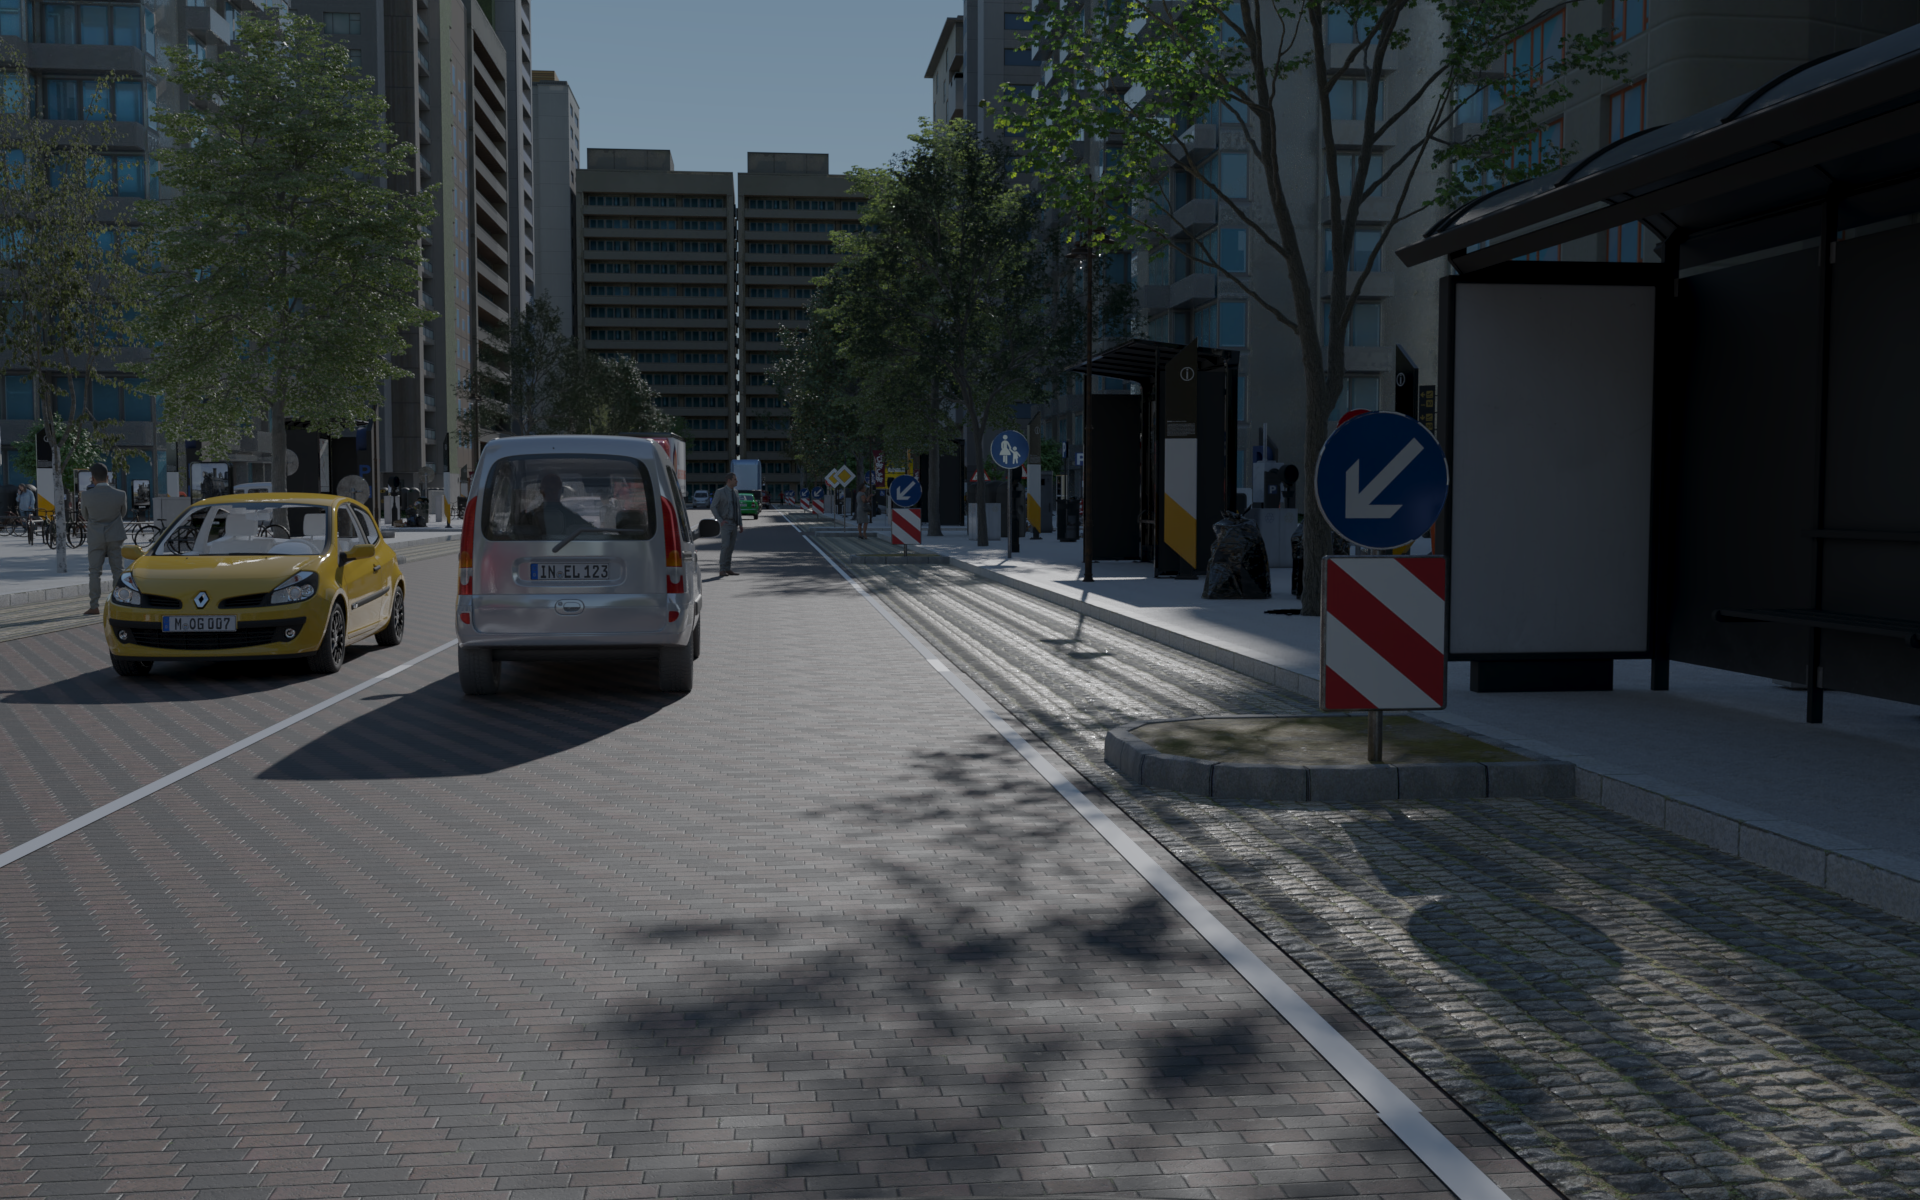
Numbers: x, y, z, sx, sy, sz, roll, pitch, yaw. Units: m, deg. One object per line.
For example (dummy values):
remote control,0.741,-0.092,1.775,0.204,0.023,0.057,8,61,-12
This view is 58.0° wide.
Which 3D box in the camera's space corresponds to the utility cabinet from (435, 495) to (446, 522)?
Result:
utility cabinet,-23.896,-4.189,79.658,0.306,1.237,1.020,0,4,-6

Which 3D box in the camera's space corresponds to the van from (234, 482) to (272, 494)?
van,-24.795,-3.242,60.022,4.112,2.044,2.013,0,4,-7

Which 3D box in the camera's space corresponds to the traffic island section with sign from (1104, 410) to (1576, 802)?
traffic island section with sign,1.814,-0.022,8.990,1.989,1.847,2.006,0,4,-7

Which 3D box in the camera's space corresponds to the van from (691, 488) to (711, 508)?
van,-26.845,-10.573,179.872,2.013,2.044,4.112,0,4,-5

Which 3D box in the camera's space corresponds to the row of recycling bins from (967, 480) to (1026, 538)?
row of recycling bins,1.055,-2.789,52.718,1.069,1.692,3.534,-1,4,-18

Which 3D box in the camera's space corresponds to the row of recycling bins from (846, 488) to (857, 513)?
row of recycling bins,-7.676,-6.876,119.539,1.069,1.692,3.534,0,4,8

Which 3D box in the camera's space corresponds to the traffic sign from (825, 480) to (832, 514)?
traffic sign,-8.419,-6.920,113.247,0.768,2.556,0.104,0,4,-1

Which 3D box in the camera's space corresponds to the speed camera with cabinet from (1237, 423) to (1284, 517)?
speed camera with cabinet,7.967,-3.274,47.867,2.038,3.252,0.660,-2,4,-26

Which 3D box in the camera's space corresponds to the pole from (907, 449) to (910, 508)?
pole,-2.339,-5.141,77.897,0.158,3.312,0.155,0,3,0

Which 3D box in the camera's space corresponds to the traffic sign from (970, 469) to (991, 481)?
traffic sign,0.855,-4.458,72.890,0.884,2.594,0.081,0,4,0

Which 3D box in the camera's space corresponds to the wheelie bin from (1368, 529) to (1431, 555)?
wheelie bin,7.079,-1.254,28.418,0.980,1.594,0.693,0,4,-5

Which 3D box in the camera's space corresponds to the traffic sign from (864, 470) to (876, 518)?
traffic sign,-4.713,-5.649,92.472,0.768,2.556,0.104,0,4,3

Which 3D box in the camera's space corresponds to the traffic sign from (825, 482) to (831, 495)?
traffic sign,-10.413,-8.496,139.019,0.768,2.556,0.104,0,4,-6

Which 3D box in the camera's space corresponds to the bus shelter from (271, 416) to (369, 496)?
bus shelter,-19.489,-3.799,53.399,1.731,3.624,6.357,0,4,-7

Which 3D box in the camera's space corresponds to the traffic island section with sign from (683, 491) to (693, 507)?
traffic island section with sign,-30.540,-11.287,193.176,1.989,1.847,2.006,0,4,-7

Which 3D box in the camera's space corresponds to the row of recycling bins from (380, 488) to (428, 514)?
row of recycling bins,-36.210,-6.410,111.914,3.534,1.692,1.069,2,4,31

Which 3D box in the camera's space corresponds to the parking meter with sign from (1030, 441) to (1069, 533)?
parking meter with sign,2.673,-3.728,57.220,1.738,3.016,0.543,-1,4,-10

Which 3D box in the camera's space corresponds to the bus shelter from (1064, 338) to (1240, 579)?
bus shelter,3.128,-2.327,29.327,1.731,3.624,6.357,0,4,-6

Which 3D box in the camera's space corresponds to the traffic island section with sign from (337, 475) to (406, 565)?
traffic island section with sign,-12.389,-1.625,35.203,1.989,1.847,2.006,0,4,-7

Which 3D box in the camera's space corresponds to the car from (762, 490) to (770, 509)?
car,-19.258,-9.591,165.480,2.281,1.827,5.304,0,4,-6

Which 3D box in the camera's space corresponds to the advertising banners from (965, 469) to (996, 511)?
advertising banners,1.230,-6.711,105.912,2.074,3.025,0.090,1,4,17

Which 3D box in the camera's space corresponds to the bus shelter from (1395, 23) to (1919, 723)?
bus shelter,4.152,-0.904,8.709,2.014,3.302,5.546,0,4,-7

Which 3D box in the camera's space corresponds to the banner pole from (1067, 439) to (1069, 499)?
banner pole,4.930,-5.434,78.870,0.401,3.779,0.863,1,4,8

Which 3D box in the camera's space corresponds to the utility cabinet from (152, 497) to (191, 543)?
utility cabinet,-17.568,-1.693,38.849,0.306,1.237,1.020,2,4,26

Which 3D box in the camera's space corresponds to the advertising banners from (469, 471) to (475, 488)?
advertising banners,-36.746,-8.367,132.991,2.074,3.025,0.090,1,4,10

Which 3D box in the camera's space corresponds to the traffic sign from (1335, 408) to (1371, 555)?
traffic sign,5.947,-1.573,25.826,0.768,2.556,0.104,0,4,-2

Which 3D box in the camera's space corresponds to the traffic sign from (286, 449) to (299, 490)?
traffic sign,-18.996,-2.976,48.765,0.768,2.556,0.104,0,4,1

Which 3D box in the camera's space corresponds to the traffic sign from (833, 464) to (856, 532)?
traffic sign,-3.905,-3.358,58.547,0.795,2.450,0.064,0,4,-7

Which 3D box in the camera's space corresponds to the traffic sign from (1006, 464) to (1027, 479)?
traffic sign,2.021,-3.669,59.999,0.884,2.594,0.081,0,4,3

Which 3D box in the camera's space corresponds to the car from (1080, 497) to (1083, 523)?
car,6.977,-3.391,64.113,5.304,1.827,2.281,0,4,-5

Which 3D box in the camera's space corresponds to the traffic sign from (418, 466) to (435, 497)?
traffic sign,-24.423,-4.842,79.269,0.768,2.556,0.104,0,4,2

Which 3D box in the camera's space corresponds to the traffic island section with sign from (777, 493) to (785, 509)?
traffic island section with sign,-16.409,-9.726,167.652,1.989,1.847,2.006,0,4,-7

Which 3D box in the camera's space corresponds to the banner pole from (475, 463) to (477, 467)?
banner pole,-38.241,-9.034,137.729,0.401,3.779,0.863,3,5,40

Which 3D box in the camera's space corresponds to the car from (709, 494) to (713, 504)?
car,-30.027,-12.377,211.946,1.945,1.707,3.694,0,4,-8

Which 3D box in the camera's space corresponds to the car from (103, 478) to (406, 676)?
car,-5.972,-0.289,14.948,2.015,1.641,3.980,0,4,-7

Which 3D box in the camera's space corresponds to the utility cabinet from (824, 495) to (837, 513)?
utility cabinet,-8.636,-6.463,116.838,1.020,1.237,0.306,0,4,8

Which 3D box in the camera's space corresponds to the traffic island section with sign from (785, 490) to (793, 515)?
traffic island section with sign,-10.681,-6.676,117.778,1.989,1.847,2.006,0,4,-7

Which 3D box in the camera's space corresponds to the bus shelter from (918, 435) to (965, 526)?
bus shelter,-0.916,-4.930,71.893,1.731,3.624,6.357,0,4,-6

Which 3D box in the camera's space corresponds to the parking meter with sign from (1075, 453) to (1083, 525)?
parking meter with sign,5.374,-4.729,73.573,0.543,3.016,1.738,1,4,19

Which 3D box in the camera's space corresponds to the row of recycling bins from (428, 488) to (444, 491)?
row of recycling bins,-35.390,-6.704,116.724,1.069,1.692,3.534,-3,4,-36

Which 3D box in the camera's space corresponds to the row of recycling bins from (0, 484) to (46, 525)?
row of recycling bins,-40.299,-4.034,73.062,3.534,1.692,1.069,2,4,24

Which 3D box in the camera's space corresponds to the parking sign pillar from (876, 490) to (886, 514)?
parking sign pillar,-5.038,-7.674,113.935,1.447,3.967,1.447,1,4,20

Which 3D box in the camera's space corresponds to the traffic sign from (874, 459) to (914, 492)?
traffic sign,-3.734,-6.351,97.717,2.265,3.308,0.079,0,4,-1

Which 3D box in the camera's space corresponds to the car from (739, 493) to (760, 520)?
car,-12.313,-5.458,98.036,1.959,1.807,4.718,0,4,-6

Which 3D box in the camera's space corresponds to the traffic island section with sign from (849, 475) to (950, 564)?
traffic island section with sign,-1.298,-1.680,36.096,1.989,1.847,2.006,0,4,-7

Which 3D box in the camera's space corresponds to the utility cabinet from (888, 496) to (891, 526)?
utility cabinet,-2.691,-3.610,70.187,0.306,1.237,1.020,-1,4,-13

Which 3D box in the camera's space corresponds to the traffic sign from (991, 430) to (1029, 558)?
traffic sign,0.992,-2.107,34.554,0.768,2.556,0.104,0,4,0

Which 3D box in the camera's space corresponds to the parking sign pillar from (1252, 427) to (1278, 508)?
parking sign pillar,12.242,-4.955,69.482,1.447,3.967,1.447,-1,4,-20

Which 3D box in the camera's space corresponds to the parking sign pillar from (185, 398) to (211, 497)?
parking sign pillar,-21.168,-3.651,48.170,1.447,3.967,1.447,-1,4,-13

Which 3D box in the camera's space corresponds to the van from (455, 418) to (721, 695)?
van,-2.927,-0.416,13.809,2.013,2.044,4.112,0,4,-7

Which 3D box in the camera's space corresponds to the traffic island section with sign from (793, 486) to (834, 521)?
traffic island section with sign,-7.601,-5.038,90.999,1.989,1.847,2.006,0,4,-7

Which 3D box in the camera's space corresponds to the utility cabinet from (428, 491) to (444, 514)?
utility cabinet,-32.511,-6.058,107.719,0.318,1.500,1.173,2,4,28

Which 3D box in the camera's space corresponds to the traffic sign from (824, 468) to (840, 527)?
traffic sign,-4.817,-3.843,66.480,0.795,2.450,0.064,0,4,-7

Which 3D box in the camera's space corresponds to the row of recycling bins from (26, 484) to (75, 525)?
row of recycling bins,-37.594,-3.977,72.142,1.069,1.692,3.534,-1,4,-10

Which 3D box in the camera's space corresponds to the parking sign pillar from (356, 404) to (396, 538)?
parking sign pillar,-17.211,-3.788,50.403,1.447,3.967,1.447,-1,4,-10
